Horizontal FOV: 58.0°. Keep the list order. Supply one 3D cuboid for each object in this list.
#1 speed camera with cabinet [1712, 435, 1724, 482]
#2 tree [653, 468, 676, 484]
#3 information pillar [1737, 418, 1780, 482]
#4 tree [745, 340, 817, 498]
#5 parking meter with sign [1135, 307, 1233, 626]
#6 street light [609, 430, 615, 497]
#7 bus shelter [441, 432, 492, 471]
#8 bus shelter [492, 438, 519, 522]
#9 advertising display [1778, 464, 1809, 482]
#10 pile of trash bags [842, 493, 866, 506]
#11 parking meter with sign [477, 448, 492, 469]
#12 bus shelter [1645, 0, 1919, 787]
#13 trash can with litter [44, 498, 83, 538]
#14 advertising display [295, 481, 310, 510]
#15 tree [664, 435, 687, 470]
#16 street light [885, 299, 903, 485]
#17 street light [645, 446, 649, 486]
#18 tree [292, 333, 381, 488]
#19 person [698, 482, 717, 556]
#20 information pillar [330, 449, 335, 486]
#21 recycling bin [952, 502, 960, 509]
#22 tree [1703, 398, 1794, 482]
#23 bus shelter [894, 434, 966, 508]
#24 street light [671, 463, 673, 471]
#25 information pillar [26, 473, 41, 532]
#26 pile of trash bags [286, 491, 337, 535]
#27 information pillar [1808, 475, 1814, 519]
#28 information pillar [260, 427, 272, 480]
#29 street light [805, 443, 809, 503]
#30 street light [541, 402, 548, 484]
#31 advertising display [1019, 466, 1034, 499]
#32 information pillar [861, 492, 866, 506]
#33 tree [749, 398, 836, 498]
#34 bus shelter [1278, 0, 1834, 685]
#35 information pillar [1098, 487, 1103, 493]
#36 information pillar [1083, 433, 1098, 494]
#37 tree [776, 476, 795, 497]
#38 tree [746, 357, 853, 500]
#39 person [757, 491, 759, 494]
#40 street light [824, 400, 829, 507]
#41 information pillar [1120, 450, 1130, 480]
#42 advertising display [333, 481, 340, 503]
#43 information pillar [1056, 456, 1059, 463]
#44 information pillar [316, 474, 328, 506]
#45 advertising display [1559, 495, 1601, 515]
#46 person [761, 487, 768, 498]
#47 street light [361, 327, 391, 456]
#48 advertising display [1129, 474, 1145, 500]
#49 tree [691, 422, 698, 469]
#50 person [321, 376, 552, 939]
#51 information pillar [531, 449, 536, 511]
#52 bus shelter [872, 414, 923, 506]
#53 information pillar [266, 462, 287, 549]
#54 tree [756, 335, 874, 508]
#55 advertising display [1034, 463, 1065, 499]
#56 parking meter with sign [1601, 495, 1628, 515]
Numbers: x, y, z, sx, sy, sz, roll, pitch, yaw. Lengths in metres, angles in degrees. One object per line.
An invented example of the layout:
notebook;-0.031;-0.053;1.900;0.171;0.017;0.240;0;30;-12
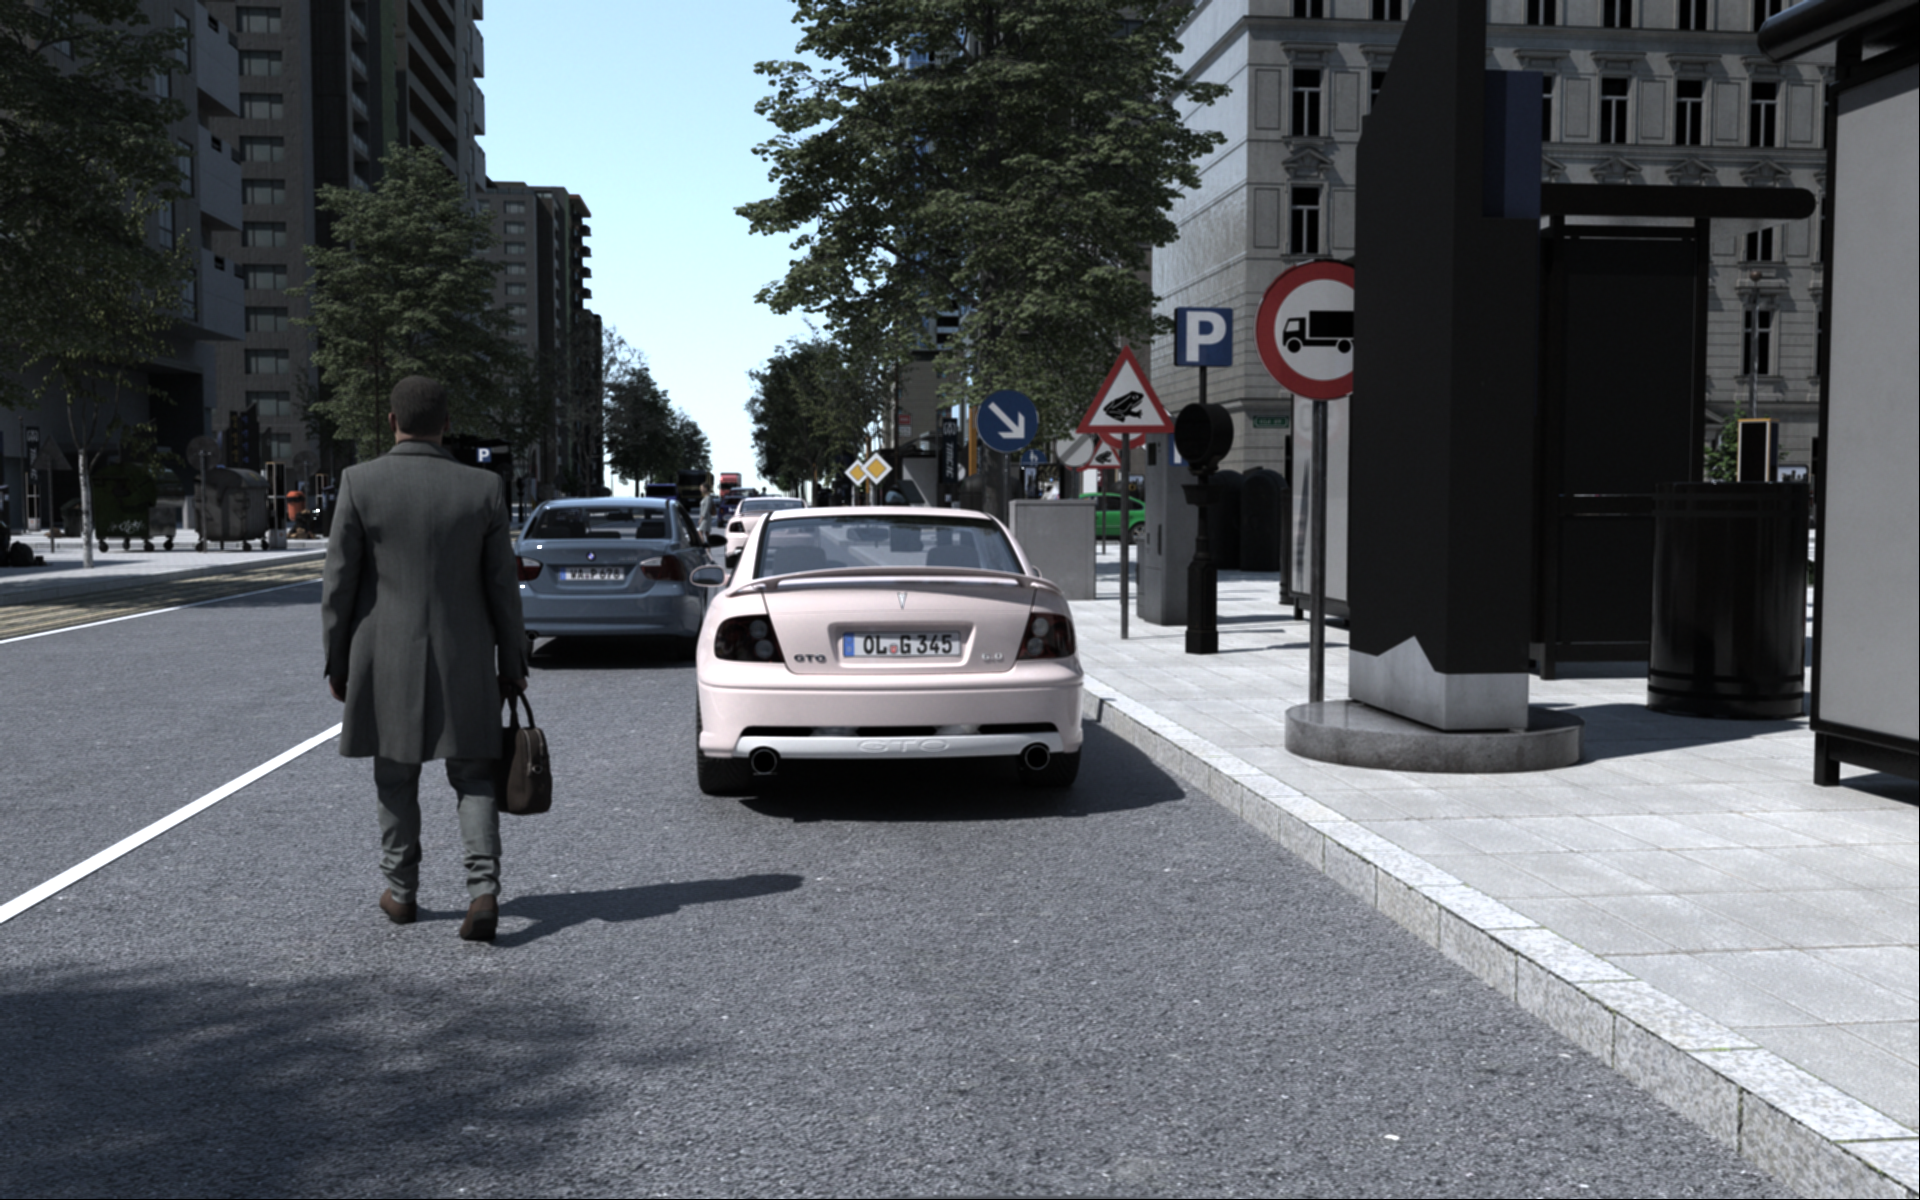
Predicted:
speed camera with cabinet;25.780;-3.864;57.516;0.660;3.252;2.038;0;4;-7
tree;-33.917;-13.167;198.988;4.285;4.588;4.351;0;3;0
information pillar;7.833;-0.768;17.042;0.304;2.012;0.304;3;5;41
tree;-20.110;-21.867;213.411;12.611;20.169;13.585;0;3;0
parking meter with sign;2.130;-1.274;17.088;0.543;3.016;1.738;-1;4;-10
street light;-24.908;-9.244;123.925;0.468;5.910;1.993;0;4;-6
bus shelter;-20.048;-4.730;68.615;1.731;3.624;6.357;0;4;-7
bus shelter;-20.524;-5.159;75.631;1.731;3.624;6.357;0;4;-7
advertising display;17.955;-1.982;37.625;0.974;1.923;0.123;-1;4;-13
pile of trash bags;-4.734;-4.255;79.315;1.912;1.369;3.447;0;4;-3
parking meter with sign;-17.931;-4.166;64.377;0.543;3.016;1.738;0;4;3
bus shelter;4.730;-1.744;6.144;2.179;5.291;8.768;0;4;-7
trash can with litter;-26.189;-2.405;50.701;0.624;1.170;1.055;2;4;32
advertising display;-31.682;-4.788;83.497;0.123;1.923;0.974;1;4;13
tree;-35.830;-16.006;212.059;4.737;8.622;4.395;0;3;0
street light;-1.493;-4.162;40.833;0.468;5.910;1.993;0;4;-6
street light;-29.354;-11.592;162.311;0.468;5.910;1.993;0;4;-6
tree;-27.043;-7.691;76.109;4.737;8.622;4.395;0;3;0
person;-5.880;-1.869;40.063;0.522;1.701;0.512;-1;4;-15
information pillar;-32.368;-5.996;89.394;0.183;3.616;0.504;-2;4;-34
recycling bin;-0.019;-2.779;57.991;0.722;1.027;0.722;2;4;34
tree;15.773;-2.491;35.332;1.663;3.219;1.824;0;3;0
bus shelter;-1.110;-4.124;61.350;2.014;3.302;5.546;0;4;-7
street light;-34.371;-14.292;206.460;0.468;5.910;1.993;0;4;-6
information pillar;-31.642;-3.343;59.147;0.304;2.012;0.304;0;4;-2
pile of trash bags;-19.964;-2.758;54.839;1.912;1.369;3.447;1;4;22
information pillar;31.952;-3.718;65.286;0.304;2.012;0.304;-2;4;-33
information pillar;-23.983;-4.195;59.948;0.183;3.616;0.504;1;4;17
street light;-10.893;-9.151;122.405;0.468;5.910;1.993;0;4;-6
street light;-20.623;-6.934;86.166;0.468;5.910;1.993;0;4;-6
advertising display;1.562;-2.099;39.527;0.123;1.923;0.974;1;4;20
information pillar;-5.544;-5.745;98.429;0.304;2.012;0.304;1;4;9
tree;-16.663;-15.833;175.882;9.611;12.733;9.660;0;3;0
bus shelter;4.342;-2.352;16.087;2.179;5.291;8.768;0;4;-6
information pillar;5.924;-4.283;74.513;0.304;2.012;0.304;-2;4;-32
information pillar;4.083;-3.832;54.004;0.504;3.616;0.183;2;4;30
tree;-23.150;-15.115;230.835;4.285;4.588;4.351;0;3;0
tree;-13.842;-14.739;151.349;12.009;13.543;11.850;0;3;0
person;-27.211;-13.776;233.364;1.348;1.869;0.705;2;4;23
street light;-6.464;-6.820;84.291;0.468;5.910;1.993;0;4;-6
information pillar;6.229;-4.542;65.611;0.183;3.616;0.504;-3;5;-40
advertising display;-31.355;-5.053;87.826;0.123;1.923;0.974;2;4;30
information pillar;5.255;-6.254;93.599;0.183;3.616;0.504;-1;4;-11
information pillar;-23.892;-3.697;64.938;0.304;2.012;0.304;1;4;21
advertising display;13.301;-1.955;37.177;0.974;1.923;0.123;3;5;40
person;-10.037;-4.870;88.348;0.641;1.798;0.478;3;4;37
street light;-16.159;-4.604;48.057;0.468;5.910;1.993;0;4;-6
advertising display;5.713;-3.164;56.950;0.974;1.923;0.123;-3;5;-45
tree;-33.363;-16.309;184.779;7.486;12.596;7.792;0;3;0
person;-1.726;0.178;5.685;0.694;1.812;0.767;-1;4;-23
information pillar;-22.281;-6.066;90.535;0.183;3.616;0.504;-3;4;-36
bus shelter;-3.204;-6.514;84.140;2.179;5.291;8.768;0;4;-7
information pillar;-15.905;-2.191;40.314;0.304;2.012;0.304;2;4;33
tree;-11.479;-14.149;137.988;9.857;13.997;8.962;0;3;0
advertising display;1.916;-1.915;36.521;0.123;1.923;0.974;-2;4;-26
parking meter with sign;13.356;-2.386;35.274;0.543;3.016;1.738;1;4;11
